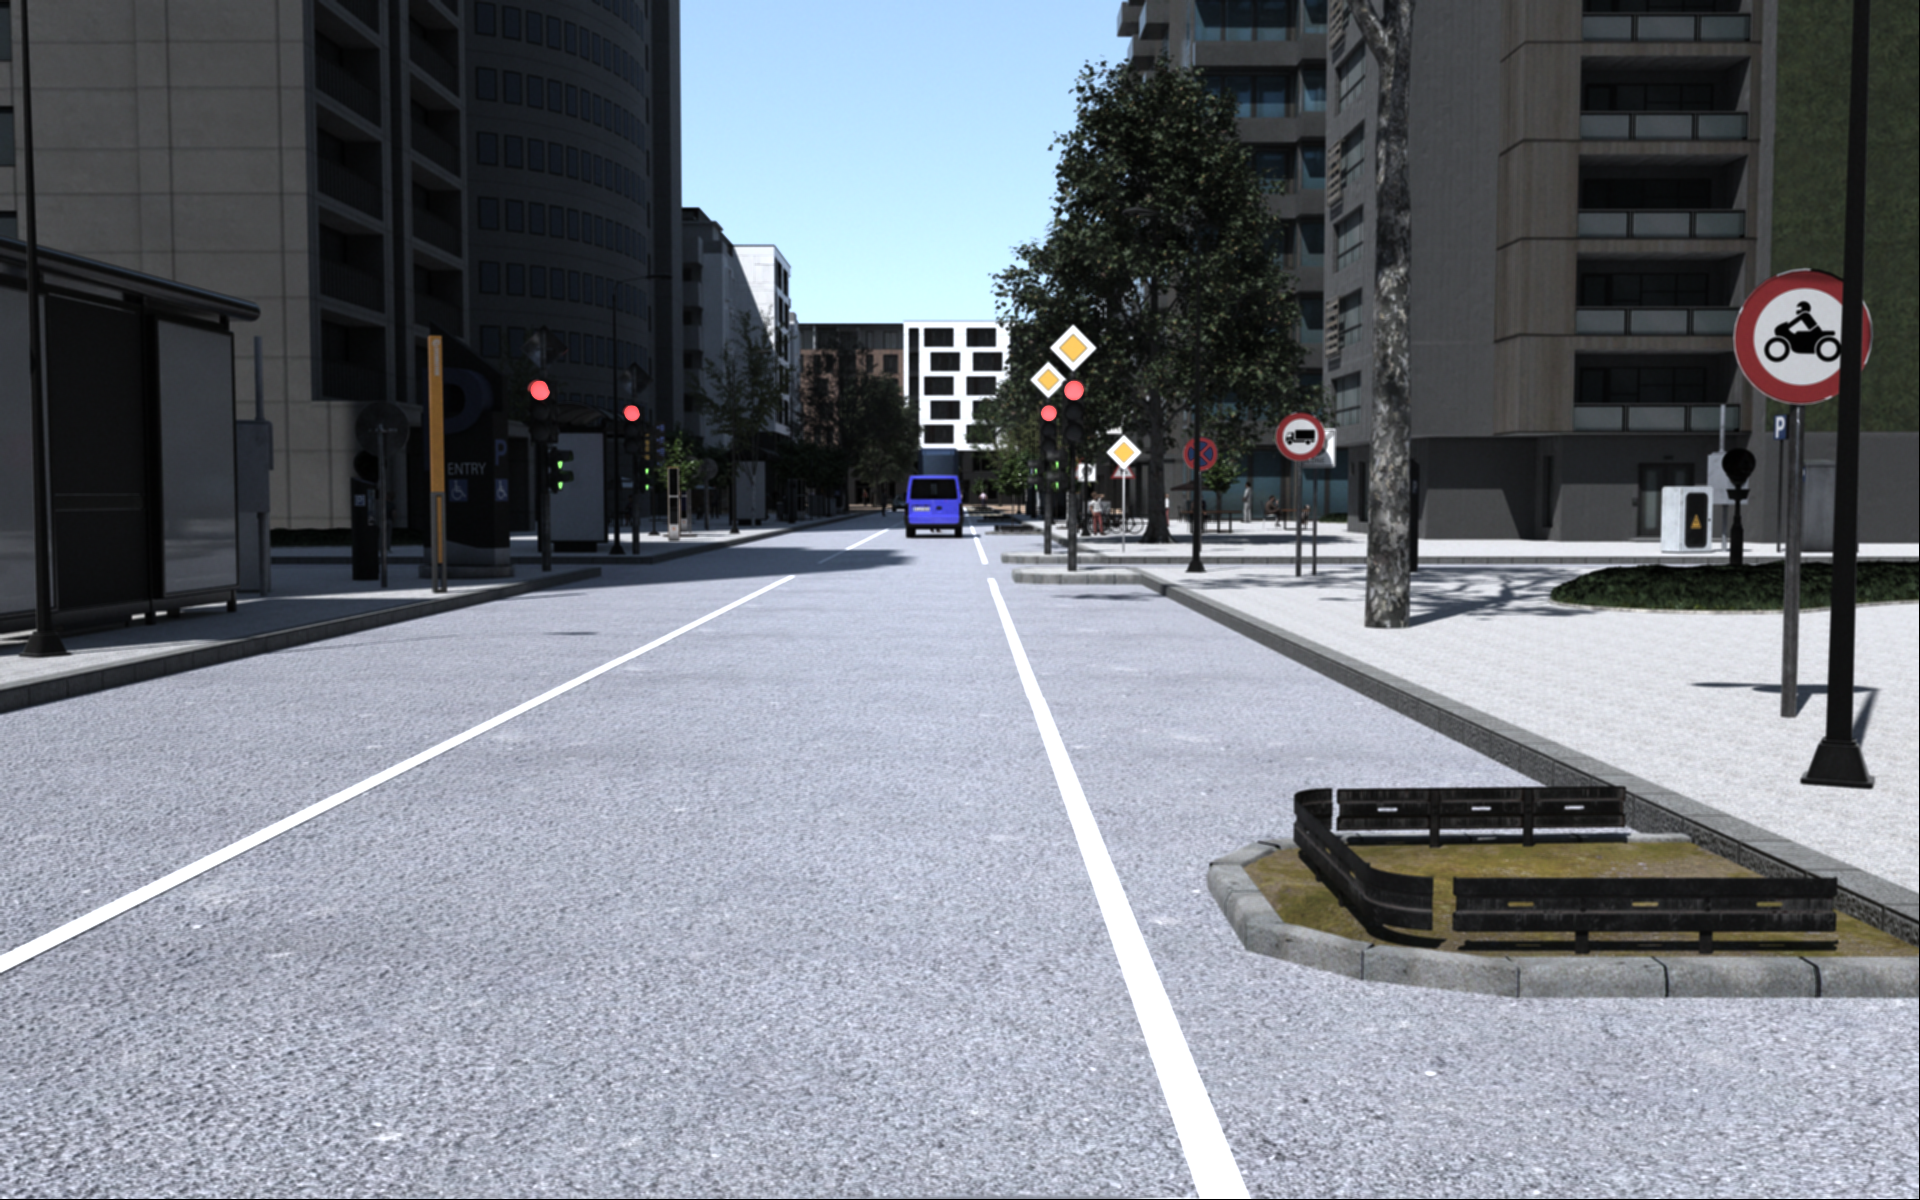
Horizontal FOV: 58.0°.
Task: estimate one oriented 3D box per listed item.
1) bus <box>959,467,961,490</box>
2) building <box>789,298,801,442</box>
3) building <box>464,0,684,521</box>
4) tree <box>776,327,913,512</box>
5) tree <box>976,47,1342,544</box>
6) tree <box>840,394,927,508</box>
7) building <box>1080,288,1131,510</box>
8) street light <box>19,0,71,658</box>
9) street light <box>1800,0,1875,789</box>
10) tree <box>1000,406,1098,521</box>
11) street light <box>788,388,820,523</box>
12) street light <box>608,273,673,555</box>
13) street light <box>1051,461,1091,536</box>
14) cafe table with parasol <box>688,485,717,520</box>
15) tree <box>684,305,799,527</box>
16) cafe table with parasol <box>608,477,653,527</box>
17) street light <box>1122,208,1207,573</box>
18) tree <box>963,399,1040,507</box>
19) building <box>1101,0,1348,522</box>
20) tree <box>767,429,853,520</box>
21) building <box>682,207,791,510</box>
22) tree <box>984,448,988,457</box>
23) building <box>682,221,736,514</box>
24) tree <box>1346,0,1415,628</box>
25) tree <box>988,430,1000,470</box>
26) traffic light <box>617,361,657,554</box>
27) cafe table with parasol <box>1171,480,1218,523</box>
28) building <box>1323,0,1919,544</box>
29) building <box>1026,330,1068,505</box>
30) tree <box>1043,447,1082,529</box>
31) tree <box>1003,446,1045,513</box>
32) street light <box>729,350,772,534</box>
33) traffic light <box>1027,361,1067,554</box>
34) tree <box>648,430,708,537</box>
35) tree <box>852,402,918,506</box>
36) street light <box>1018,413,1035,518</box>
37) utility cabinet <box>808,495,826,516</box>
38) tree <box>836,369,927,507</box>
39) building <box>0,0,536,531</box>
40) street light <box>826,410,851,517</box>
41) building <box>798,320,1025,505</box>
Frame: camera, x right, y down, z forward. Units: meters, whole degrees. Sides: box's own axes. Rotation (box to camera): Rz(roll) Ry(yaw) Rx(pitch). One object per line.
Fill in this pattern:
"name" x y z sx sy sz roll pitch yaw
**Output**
"bus" -1.206 -9.004 138.763 2.896 3.916 12.252 0 4 -1
"building" -22.957 -18.740 162.812 16.016 20.091 11.380 0 3 0
"building" -27.633 -33.649 92.166 21.231 58.520 28.212 0 3 0
"tree" -8.334 -13.203 126.241 12.009 13.543 11.850 0 3 0
"tree" 5.035 -7.821 44.887 9.611 12.733 9.660 0 3 0
"tree" -7.412 -13.466 154.573 7.601 10.594 8.767 3 4 39
"building" 26.454 -19.570 163.937 27.936 21.610 32.646 0 3 0
"street light" -6.725 -2.509 13.566 1.470 5.913 1.316 0 3 0
"street light" 3.368 -2.141 7.540 1.470 5.913 1.316 0 3 0
"tree" 5.041 -8.026 81.583 4.737 8.622 4.395 0 3 0
"street light" -6.825 -6.308 75.679 1.470 5.913 1.316 0 3 0
"street light" -6.744 -3.919 36.611 1.470 5.913 1.316 0 3 0
"street light" 3.282 -4.887 52.447 1.470 5.913 1.316 0 3 0
"cafe table with parasol" -13.483 -4.999 86.591 2.610 1.966 2.610 1 4 8
"tree" -8.231 -7.140 67.108 4.737 8.622 4.395 0 3 0
"cafe table with parasol" -13.491 -3.922 68.983 2.610 1.966 2.610 0 4 -2
"street light" 3.338 -3.410 28.300 1.470 5.913 1.316 0 3 0
"tree" 4.309 -15.376 177.153 9.928 11.665 9.643 0 3 0
"building" 20.251 -28.976 93.360 23.786 49.044 30.456 0 3 0
"tree" -8.148 -6.340 87.379 4.285 4.588 4.351 0 3 0
"building" -29.105 -18.104 139.980 27.936 21.610 32.646 0 3 0
"tree" 4.367 -12.197 149.778 4.737 8.622 4.395 0 3 0
"building" -23.418 -16.002 118.057 16.016 20.091 11.380 0 3 0
"tree" 2.818 -9.843 16.820 12.611 20.169 13.585 0 3 0
"tree" 5.034 -11.087 131.640 4.737 8.622 4.395 0 3 0
"traffic light" -6.872 -2.924 36.720 0.839 4.253 0.868 0 3 0
"cafe table with parasol" 10.621 -4.433 77.352 2.610 1.966 2.610 0 4 -7
"building" 19.106 -22.449 50.640 14.086 41.232 14.154 0 3 0
"building" 23.807 -22.912 218.586 32.646 21.610 27.936 0 3 0
"tree" 4.131 -4.237 63.881 1.663 3.219 1.824 0 3 0
"tree" 4.686 -8.234 118.344 4.285 4.588 4.351 0 3 0
"street light" -6.780 -5.110 56.094 1.470 5.913 1.316 0 3 0
"traffic light" 1.849 -2.925 36.739 0.839 4.253 0.868 0 3 0
"tree" -8.414 -3.519 52.140 1.663 3.219 1.824 0 3 0
"tree" -7.768 -16.567 188.995 7.486 12.596 7.792 0 3 0
"street light" 3.311 -6.105 72.361 1.470 5.913 1.316 0 3 0
"utility cabinet" -8.522 -5.626 103.138 1.020 1.237 0.306 1 4 14
"tree" -8.075 -16.453 175.667 9.857 13.997 8.962 0 3 0
"building" -25.043 -37.652 53.869 20.563 71.187 20.611 0 3 0
"street light" -6.763 -7.566 96.243 1.470 5.913 1.316 0 3 0
"building" -8.839 -22.865 217.813 32.646 21.610 27.936 0 3 0
